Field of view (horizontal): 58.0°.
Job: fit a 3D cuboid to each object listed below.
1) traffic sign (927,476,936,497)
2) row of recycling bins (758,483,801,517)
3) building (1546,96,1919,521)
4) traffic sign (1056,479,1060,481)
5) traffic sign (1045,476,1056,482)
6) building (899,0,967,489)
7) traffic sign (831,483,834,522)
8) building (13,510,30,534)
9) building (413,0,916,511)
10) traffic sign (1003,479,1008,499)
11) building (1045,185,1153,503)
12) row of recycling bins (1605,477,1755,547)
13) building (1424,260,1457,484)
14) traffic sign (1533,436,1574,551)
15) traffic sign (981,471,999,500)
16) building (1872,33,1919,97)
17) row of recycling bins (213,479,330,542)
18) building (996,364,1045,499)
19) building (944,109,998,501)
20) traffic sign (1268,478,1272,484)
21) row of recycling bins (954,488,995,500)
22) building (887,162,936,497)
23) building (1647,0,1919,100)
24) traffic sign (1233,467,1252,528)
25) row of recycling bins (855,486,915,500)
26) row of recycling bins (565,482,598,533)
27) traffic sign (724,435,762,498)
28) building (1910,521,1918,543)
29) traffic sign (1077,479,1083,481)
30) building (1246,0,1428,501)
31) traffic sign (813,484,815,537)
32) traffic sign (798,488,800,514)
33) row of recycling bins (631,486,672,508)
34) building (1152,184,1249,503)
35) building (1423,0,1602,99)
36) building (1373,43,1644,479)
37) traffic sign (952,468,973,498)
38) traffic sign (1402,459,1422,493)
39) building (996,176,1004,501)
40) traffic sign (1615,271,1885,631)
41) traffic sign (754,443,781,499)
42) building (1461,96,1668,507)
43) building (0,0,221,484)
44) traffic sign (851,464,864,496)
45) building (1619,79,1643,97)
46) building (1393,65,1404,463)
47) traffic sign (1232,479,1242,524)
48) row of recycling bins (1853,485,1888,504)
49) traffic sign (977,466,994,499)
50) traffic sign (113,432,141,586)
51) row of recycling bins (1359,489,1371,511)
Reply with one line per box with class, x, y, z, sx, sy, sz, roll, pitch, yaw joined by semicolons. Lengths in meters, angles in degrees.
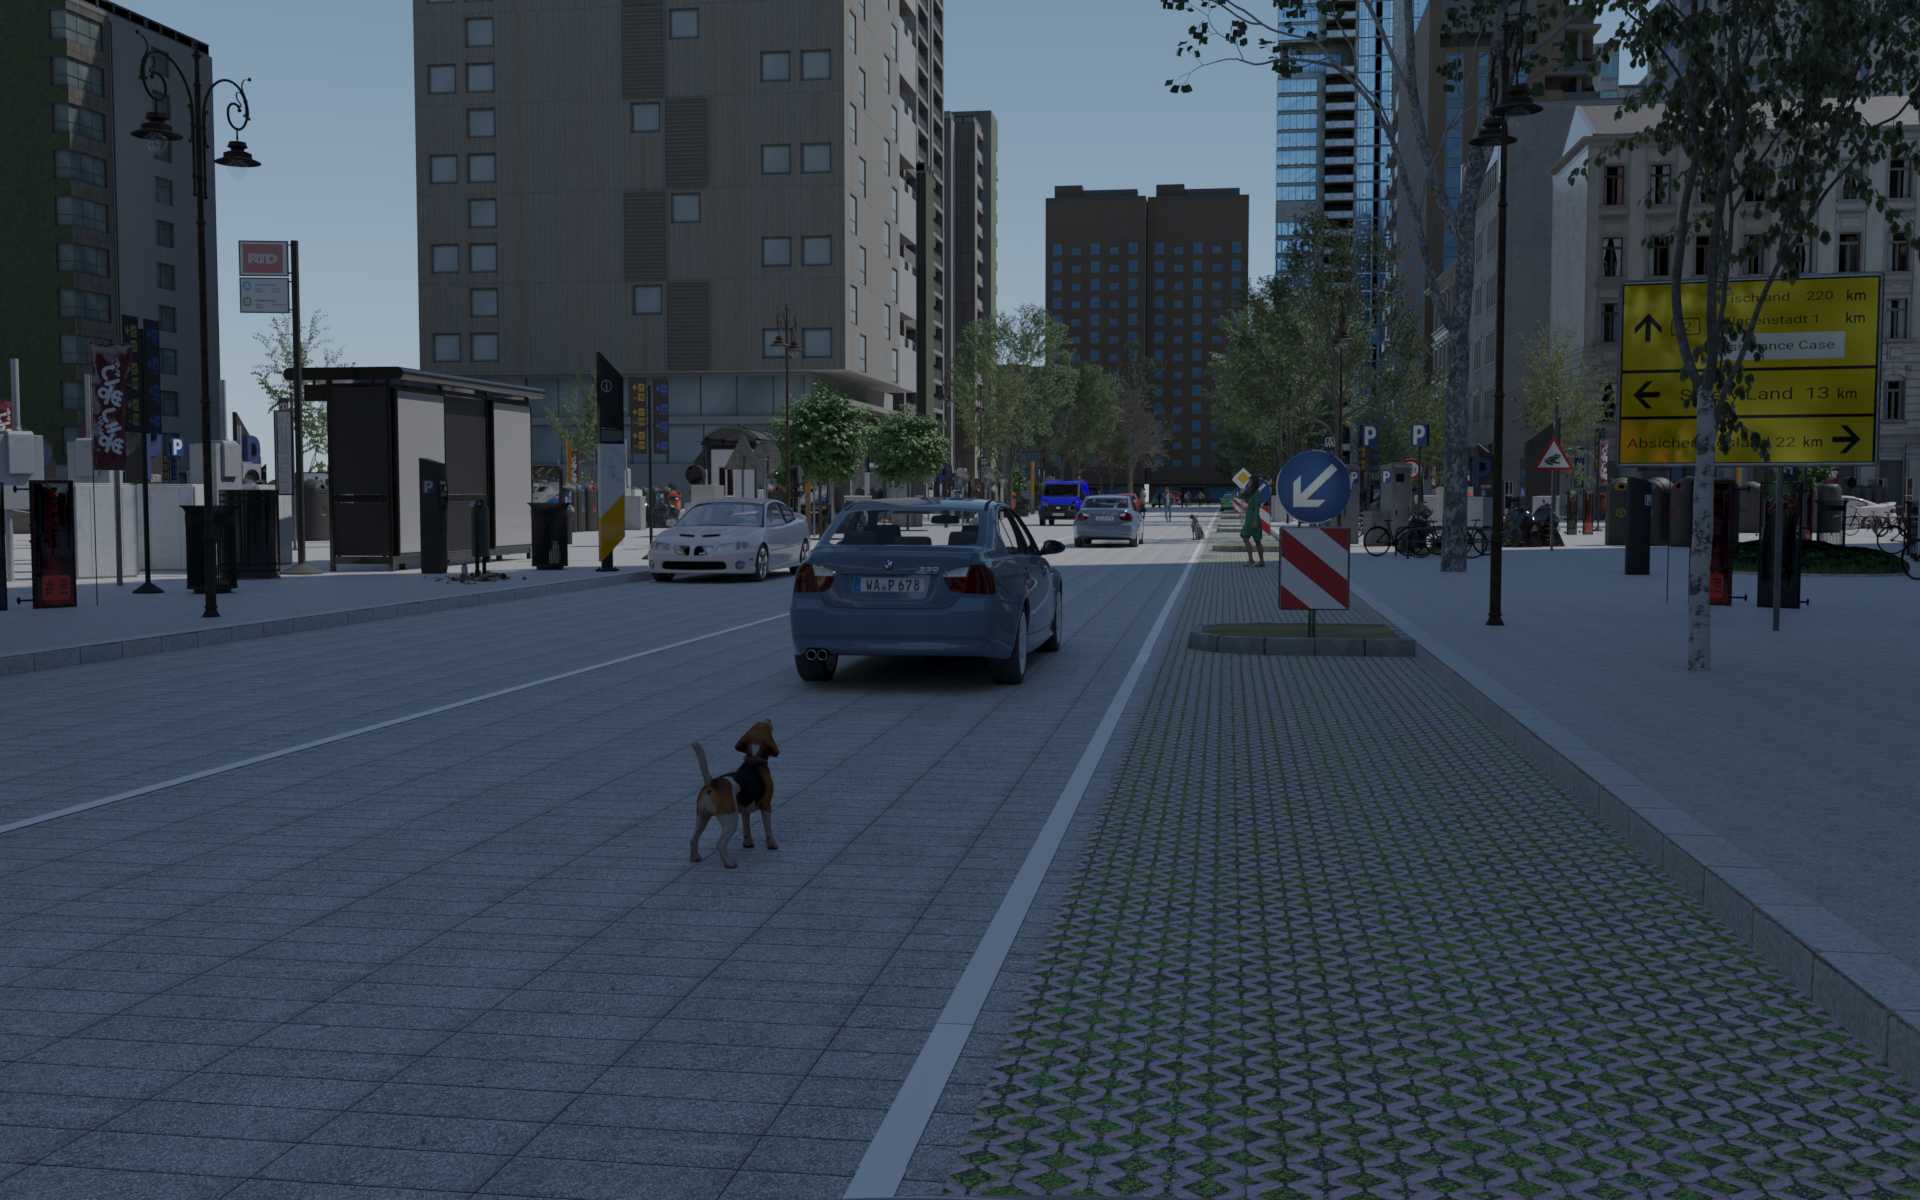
traffic sign;-1.543;-5.140;84.138;0.768;2.556;0.104;1;4;13
row of recycling bins;-7.037;-3.570;65.489;3.534;1.692;1.069;2;4;30
building;39.798;-14.574;87.438;18.267;20.994;9.793;1;4;9
traffic sign;8.384;-9.069;148.376;0.768;2.556;0.104;1;4;17
traffic sign;6.323;-7.420;121.430;0.768;2.556;0.104;1;4;10
building;-10.125;-44.272;162.091;20.563;71.187;20.611;1;4;9
traffic sign;-3.864;-3.201;52.436;0.768;2.556;0.104;1;4;12
building;-39.229;-21.422;42.132;23.993;40.220;32.217;1;4;9
building;-18.050;-32.229;116.177;28.713;52.752;27.495;1;4;9
traffic sign;3.143;-7.255;119.806;0.795;2.450;0.064;1;4;18
building;20.219;-36.891;253.281;14.200;45.320;14.600;1;4;9
row of recycling bins;17.453;-2.165;42.504;1.069;1.692;3.534;-2;4;-34
building;42.928;-18.215;133.976;11.583;22.565;21.152;1;4;9
traffic sign;13.293;-2.375;38.841;0.884;2.594;0.081;1;4;14
traffic sign;1.302;-4.366;75.033;0.795;2.450;0.064;1;4;9
building;66.465;-17.355;88.262;34.151;26.468;19.350;1;4;9
row of recycling bins;-18.780;-2.415;46.592;3.534;1.692;1.069;-3;5;-42
building;-0.224;-25.657;264.537;28.899;21.520;27.650;1;4;9
building;-3.949;-30.384;180.370;14.154;41.232;14.086;1;4;9
traffic sign;24.061;-8.195;133.995;0.884;2.594;0.081;1;4;12
row of recycling bins;0.800;-7.218;125.128;3.534;1.692;1.069;0;4;6
building;-10.120;-22.863;145.507;14.160;30.474;14.107;1;4;9
building;91.399;-39.525;188.238;28.212;58.520;21.231;1;4;9
traffic sign;10.706;-3.783;65.495;0.795;2.450;0.064;1;4;9
row of recycling bins;-4.010;-5.192;92.006;3.534;1.692;1.069;2;4;25
row of recycling bins;-12.990;-3.175;59.020;1.069;1.692;3.534;1;4;11
traffic sign;-4.741;-2.313;37.816;0.884;2.594;0.081;1;4;13
building;33.213;-29.985;32.261;21.231;58.520;28.212;1;4;9
traffic sign;9.866;-8.729;142.829;0.768;2.556;0.104;1;4;13
building;57.401;-57.349;250.331;31.000;86.520;22.319;1;4;9
traffic sign;-4.339;-3.147;51.462;0.884;2.594;0.081;1;4;16
traffic sign;-4.826;-3.169;51.916;0.768;2.556;0.104;1;4;10
row of recycling bins;-16.620;-5.209;92.273;1.069;1.692;3.534;2;4;28
building;34.642;-36.830;252.274;14.200;45.320;14.600;1;4;9
building;47.645;-30.801;153.711;14.600;45.320;14.200;1;4;9
building;58.196;-34.821;188.927;23.786;49.044;30.456;1;4;9
traffic sign;0.089;-3.884;67.141;0.795;2.450;0.064;1;4;9
traffic sign;16.246;-3.815;62.476;0.768;2.556;0.104;1;4;17
building;-9.140;-33.574;203.555;28.867;44.769;22.147;1;4;9
traffic sign;7.358;-1.369;16.261;2.265;3.308;0.079;1;4;18
traffic sign;-4.821;-2.627;43.055;0.768;2.556;0.104;1;4;18
building;40.185;-18.077;113.585;12.078;24.808;19.932;1;4;9
building;-54.420;-20.267;103.073;14.107;30.474;14.160;1;4;9
traffic sign;-4.133;-4.119;67.444;0.768;2.556;0.104;1;4;14
building;87.930;-43.079;246.338;28.212;58.520;21.231;1;4;9
building;49.947;-31.657;167.698;14.600;45.320;14.200;1;4;9
traffic sign;11.919;-4.266;73.388;0.795;2.450;0.064;1;4;9
row of recycling bins;41.250;-4.395;78.977;3.534;1.692;1.069;-3;4;-38
traffic sign;1.152;-4.757;77.889;0.768;2.556;0.104;1;4;10
traffic sign;-11.725;-1.467;24.093;0.768;2.556;0.104;1;4;14
row of recycling bins;30.977;-7.820;134.966;3.534;1.692;1.069;-3;5;-42
